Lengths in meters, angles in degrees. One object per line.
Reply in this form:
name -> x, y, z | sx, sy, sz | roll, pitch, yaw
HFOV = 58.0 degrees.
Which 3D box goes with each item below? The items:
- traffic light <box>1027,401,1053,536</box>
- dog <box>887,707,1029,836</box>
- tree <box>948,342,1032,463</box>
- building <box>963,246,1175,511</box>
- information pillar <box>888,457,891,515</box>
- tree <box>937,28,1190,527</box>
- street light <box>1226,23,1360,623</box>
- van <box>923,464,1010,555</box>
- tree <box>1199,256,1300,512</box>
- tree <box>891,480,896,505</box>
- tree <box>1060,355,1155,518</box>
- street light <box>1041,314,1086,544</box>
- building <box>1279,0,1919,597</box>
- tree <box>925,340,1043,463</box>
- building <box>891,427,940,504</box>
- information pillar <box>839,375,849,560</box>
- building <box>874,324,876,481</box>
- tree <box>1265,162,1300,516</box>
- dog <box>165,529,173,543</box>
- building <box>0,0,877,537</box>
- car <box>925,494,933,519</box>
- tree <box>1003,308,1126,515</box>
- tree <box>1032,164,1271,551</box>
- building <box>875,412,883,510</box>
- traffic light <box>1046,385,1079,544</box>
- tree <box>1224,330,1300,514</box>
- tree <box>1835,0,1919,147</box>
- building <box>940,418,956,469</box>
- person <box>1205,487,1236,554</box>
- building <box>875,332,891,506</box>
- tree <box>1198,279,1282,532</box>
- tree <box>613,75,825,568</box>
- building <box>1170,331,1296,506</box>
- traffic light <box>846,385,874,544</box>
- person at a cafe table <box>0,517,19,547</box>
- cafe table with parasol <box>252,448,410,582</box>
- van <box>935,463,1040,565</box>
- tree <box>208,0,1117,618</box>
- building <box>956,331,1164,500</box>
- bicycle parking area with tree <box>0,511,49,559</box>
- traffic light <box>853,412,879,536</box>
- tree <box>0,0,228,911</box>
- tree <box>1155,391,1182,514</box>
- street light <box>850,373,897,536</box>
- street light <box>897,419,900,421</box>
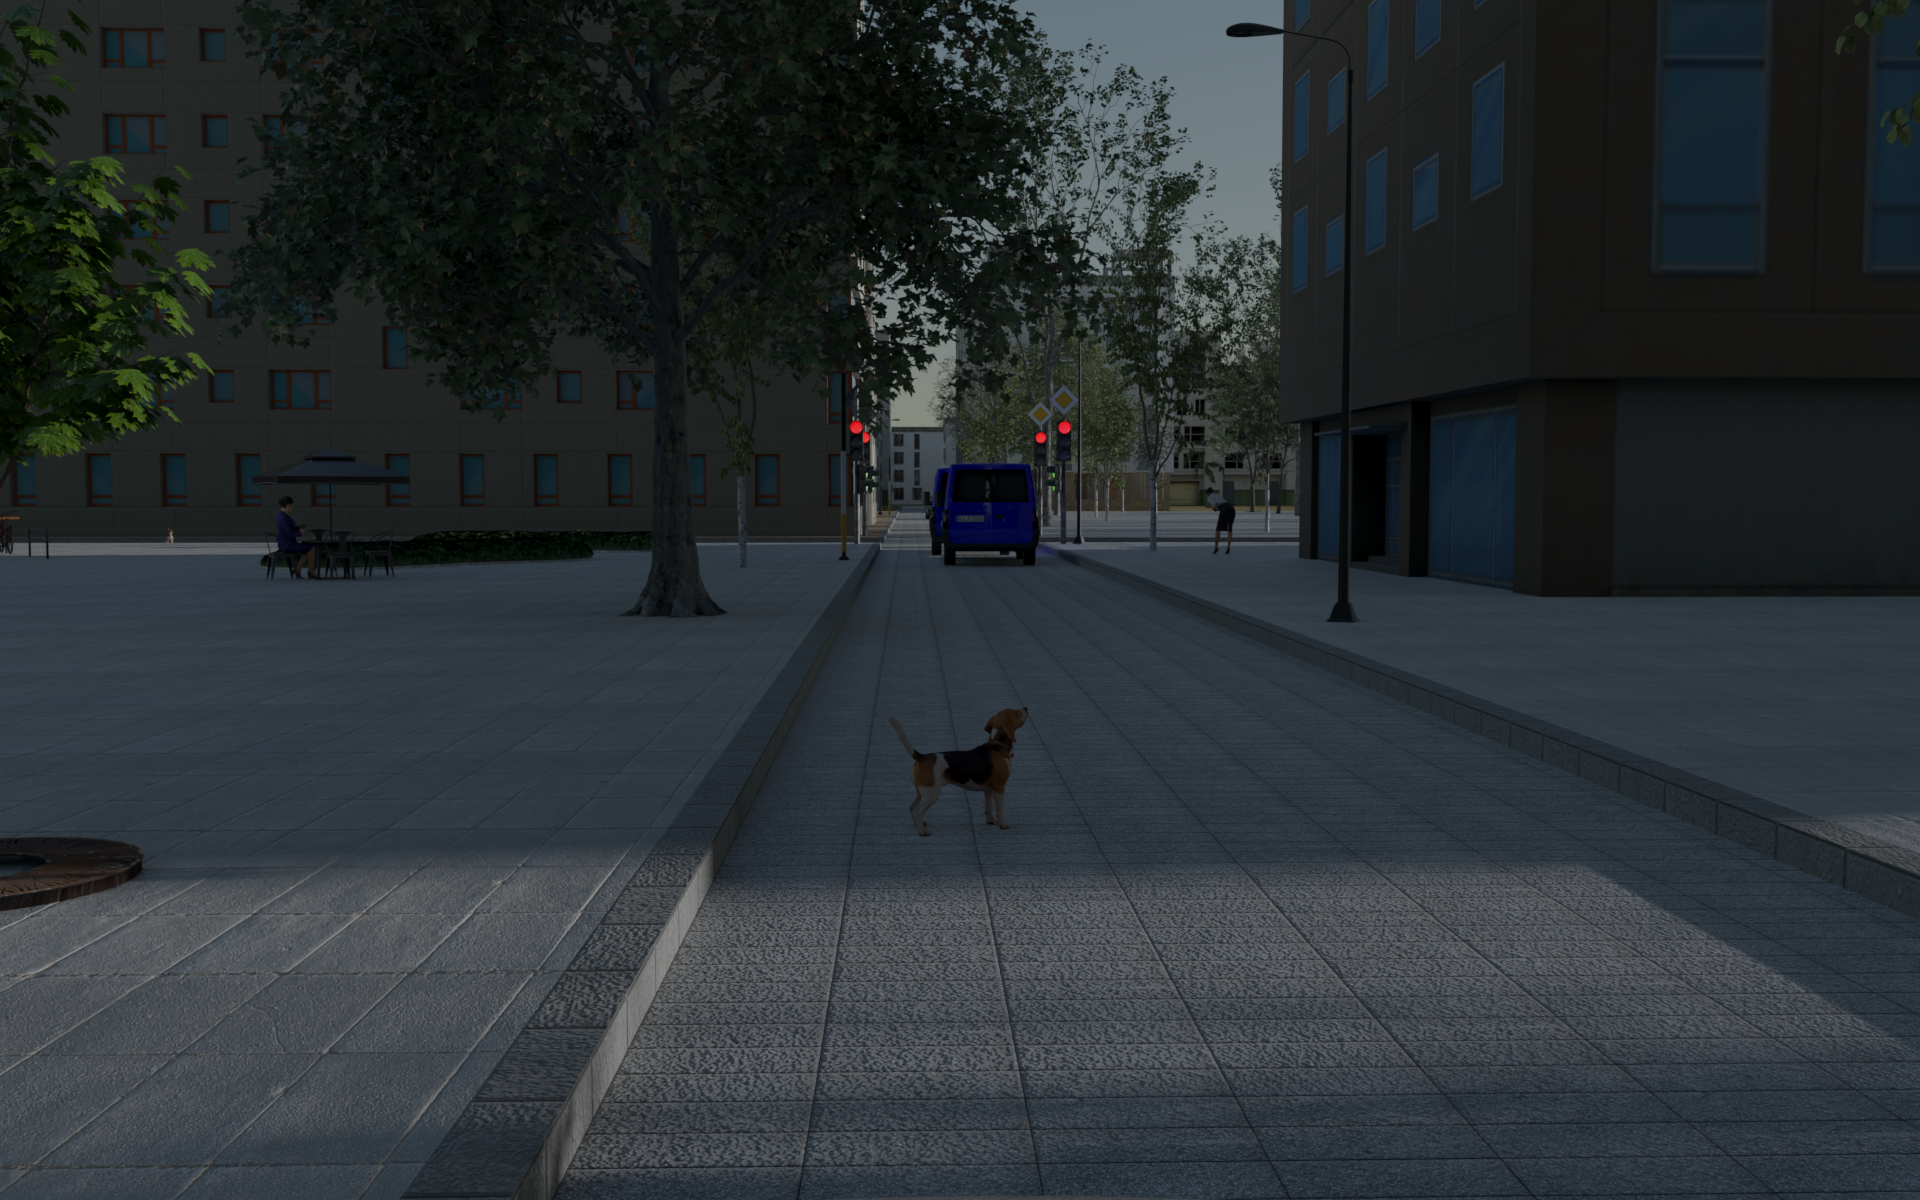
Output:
traffic light -> 2.412, -3.894, 52.582 | 0.839, 4.253, 0.868 | 0, 4, -2
dog -> 0.000, 0.726, 7.416 | 0.406, 0.507, 0.540 | 2, 4, 29
tree -> 1.908, -8.109, 82.949 | 4.737, 8.622, 4.395 | 0, 3, 0
building -> 8.301, -17.233, 138.184 | 16.016, 20.091, 11.380 | 0, 4, -2
information pillar -> -4.421, -7.172, 108.624 | 0.183, 3.616, 0.504 | 0, 4, -3
tree -> 4.156, -13.024, 68.829 | 12.611, 20.169, 13.585 | 0, 3, 0
street light -> 3.321, -2.735, 17.266 | 1.470, 5.913, 1.316 | 0, 4, -2
van -> 0.222, -2.317, 42.261 | 2.240, 2.365, 5.245 | 0, 4, -1
tree -> 14.923, -8.867, 70.731 | 9.928, 11.665, 9.643 | 0, 3, 0
tree -> -8.426, -12.883, 205.241 | 1.663, 3.219, 1.824 | 0, 3, 0
tree -> 7.344, -8.493, 89.230 | 4.360, 8.622, 3.978 | 0, 3, 0
street light -> 2.534, -4.405, 44.569 | 1.470, 5.913, 1.316 | 0, 4, -2
building -> 13.575, -23.053, 27.033 | 14.600, 45.320, 14.200 | 0, 4, -2
tree -> 2.118, -12.749, 118.822 | 12.009, 13.543, 11.850 | 0, 3, 0
building -> -10.348, -16.780, 216.503 | 28.070, 9.664, 9.099 | 0, 4, -2
information pillar -> -2.265, -2.588, 33.663 | 0.183, 3.616, 0.504 | 0, 4, -6
building -> -12.987, -21.186, 118.094 | 14.160, 30.474, 14.107 | 0, 4, -2
tree -> 18.425, -14.852, 98.719 | 12.611, 20.169, 13.585 | 0, 3, 0
dog -> -21.171, -1.658, 46.393 | 0.540, 0.507, 0.406 | 2, 4, 24
building -> -17.305, -13.503, 65.812 | 27.650, 21.520, 28.899 | 0, 4, -2
car -> -1.077, -5.372, 99.631 | 2.131, 1.459, 4.920 | 0, 4, -2
tree -> 6.253, -11.400, 104.524 | 7.486, 12.596, 7.792 | 0, 3, 0
tree -> 4.477, -5.409, 38.795 | 4.737, 8.622, 4.395 | 0, 3, 0
building -> -12.142, -13.998, 171.014 | 9.099, 9.664, 28.070 | 0, 4, -2
traffic light -> 2.649, -3.405, 44.600 | 0.839, 4.253, 0.868 | 0, 4, -2
tree -> 16.684, -9.005, 81.639 | 7.601, 10.594, 8.767 | 3, 5, 39
tree -> 5.253, -3.530, 8.073 | 4.737, 8.622, 4.395 | 0, 3, 0
building -> 2.911, -15.189, 190.482 | 9.099, 9.664, 28.070 | 0, 4, -2
person -> 5.546, -1.709, 37.172 | 0.799, 1.438, 0.628 | 2, 4, 25
building -> -23.580, -20.071, 194.622 | 31.486, 18.905, 16.747 | 0, 4, -2
tree -> 10.196, -6.622, 58.633 | 4.360, 8.622, 3.978 | 0, 3, 0
tree -> -4.017, -4.865, 29.901 | 4.737, 8.622, 4.395 | 0, 3, 0
building -> 27.987, -20.158, 196.043 | 31.486, 18.905, 16.747 | 0, 4, -2
traffic light -> -2.629, -3.395, 44.428 | 0.839, 4.253, 0.868 | 0, 4, -2
person at a cafe table -> -23.757, -2.006, 41.313 | 1.698, 1.524, 1.622 | 0, 4, 5
cafe table with parasol -> -9.497, -1.301, 26.142 | 2.610, 1.966, 2.610 | 2, 4, 24
van -> 0.579, -1.966, 36.533 | 2.240, 2.365, 5.245 | 0, 4, -1
tree -> -3.159, -6.182, 18.078 | 9.611, 12.733, 9.660 | 0, 3, 0
building -> 8.390, -17.963, 160.156 | 16.747, 18.905, 31.486 | 0, 4, -2
bicycle parking area with tree -> -22.676, -2.900, 34.412 | 8.231, 4.147, 9.016 | -2, 4, -25
traffic light -> -2.866, -3.883, 52.410 | 0.839, 4.253, 0.868 | 0, 4, -2
tree -> -3.346, -0.667, 5.510 | 1.663, 3.219, 1.824 | 0, 3, 0
tree -> 12.724, -9.994, 113.760 | 4.360, 8.622, 3.978 | 0, 3, 0
street light -> -2.729, -4.886, 52.426 | 1.470, 5.913, 1.316 | 0, 4, -2
street light -> -4.386, -8.226, 107.030 | 1.470, 5.913, 1.316 | 0, 4, -2
